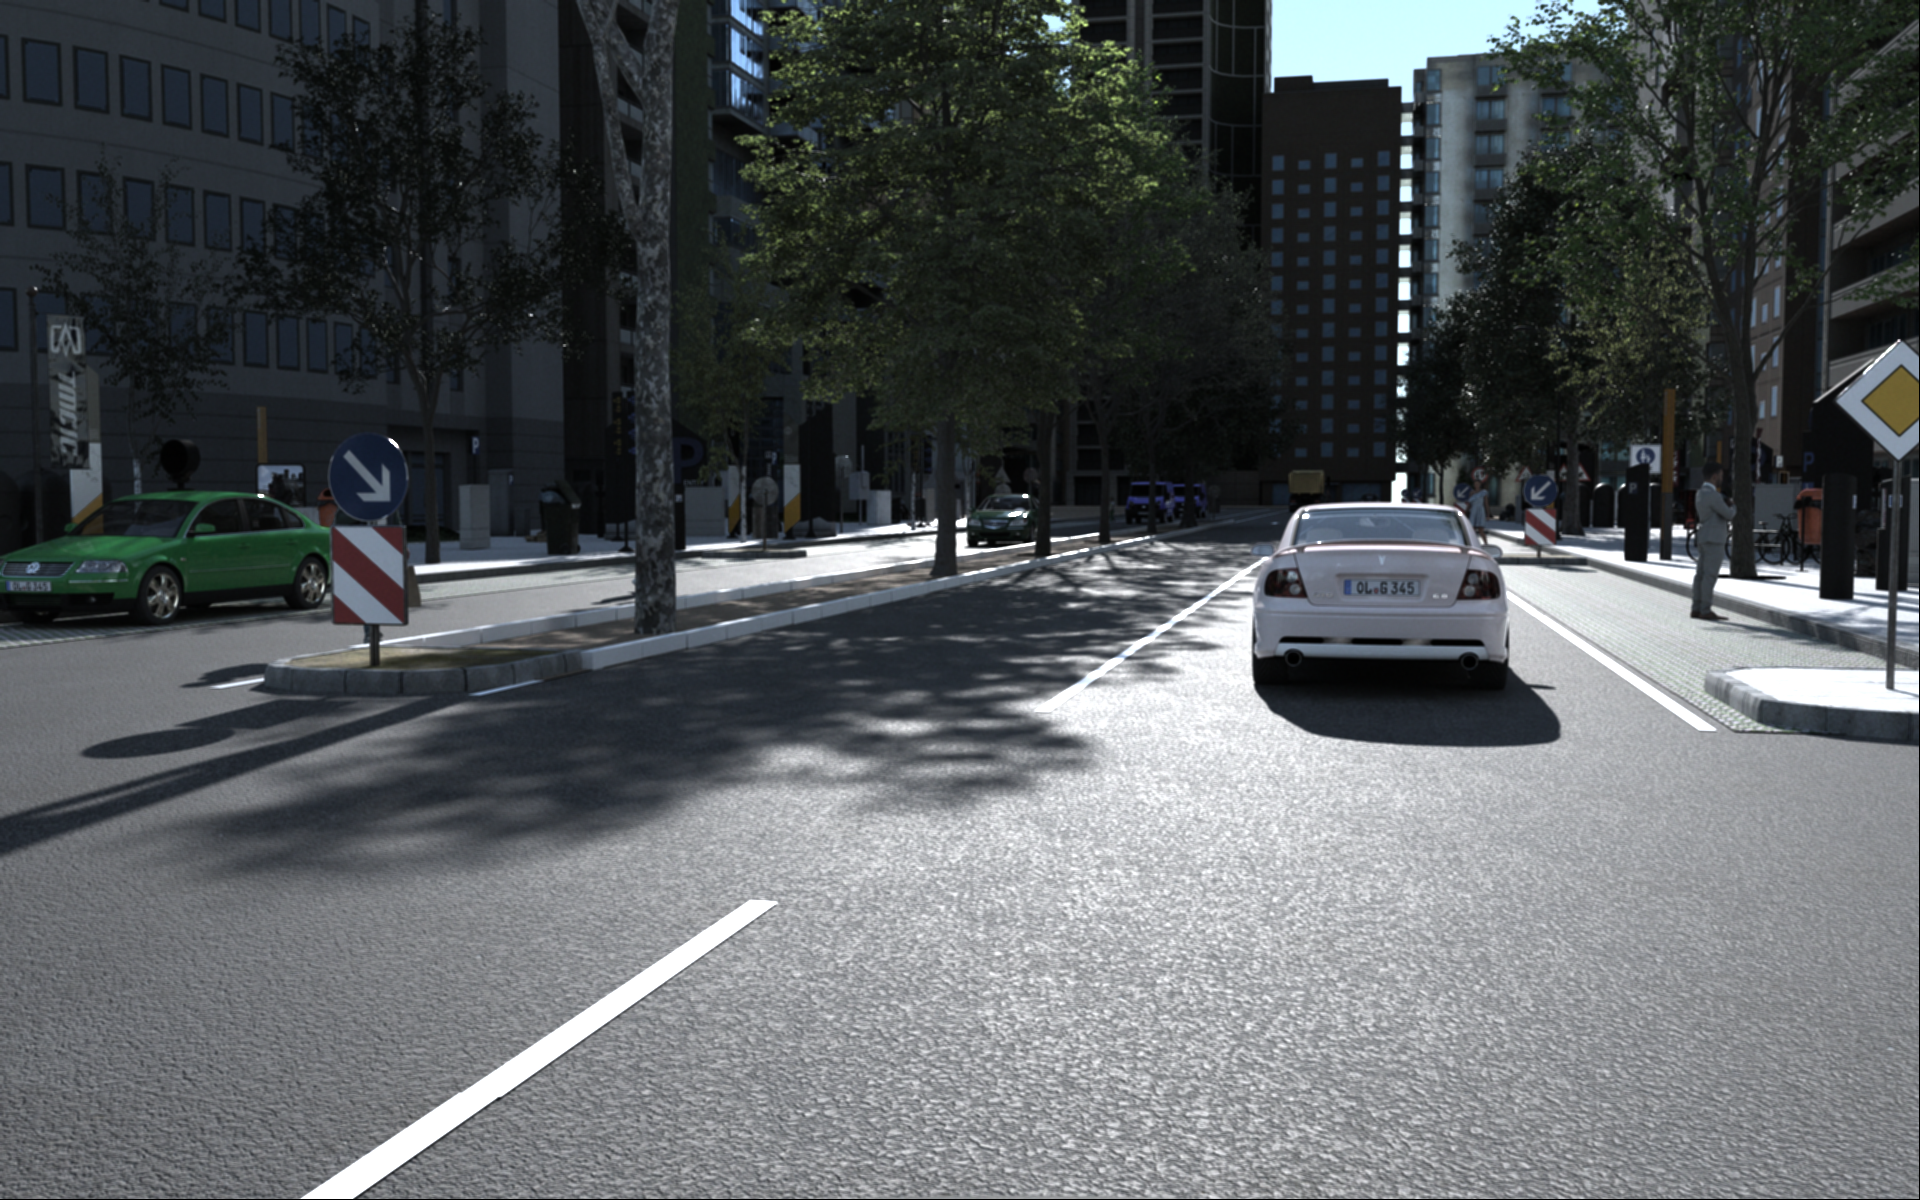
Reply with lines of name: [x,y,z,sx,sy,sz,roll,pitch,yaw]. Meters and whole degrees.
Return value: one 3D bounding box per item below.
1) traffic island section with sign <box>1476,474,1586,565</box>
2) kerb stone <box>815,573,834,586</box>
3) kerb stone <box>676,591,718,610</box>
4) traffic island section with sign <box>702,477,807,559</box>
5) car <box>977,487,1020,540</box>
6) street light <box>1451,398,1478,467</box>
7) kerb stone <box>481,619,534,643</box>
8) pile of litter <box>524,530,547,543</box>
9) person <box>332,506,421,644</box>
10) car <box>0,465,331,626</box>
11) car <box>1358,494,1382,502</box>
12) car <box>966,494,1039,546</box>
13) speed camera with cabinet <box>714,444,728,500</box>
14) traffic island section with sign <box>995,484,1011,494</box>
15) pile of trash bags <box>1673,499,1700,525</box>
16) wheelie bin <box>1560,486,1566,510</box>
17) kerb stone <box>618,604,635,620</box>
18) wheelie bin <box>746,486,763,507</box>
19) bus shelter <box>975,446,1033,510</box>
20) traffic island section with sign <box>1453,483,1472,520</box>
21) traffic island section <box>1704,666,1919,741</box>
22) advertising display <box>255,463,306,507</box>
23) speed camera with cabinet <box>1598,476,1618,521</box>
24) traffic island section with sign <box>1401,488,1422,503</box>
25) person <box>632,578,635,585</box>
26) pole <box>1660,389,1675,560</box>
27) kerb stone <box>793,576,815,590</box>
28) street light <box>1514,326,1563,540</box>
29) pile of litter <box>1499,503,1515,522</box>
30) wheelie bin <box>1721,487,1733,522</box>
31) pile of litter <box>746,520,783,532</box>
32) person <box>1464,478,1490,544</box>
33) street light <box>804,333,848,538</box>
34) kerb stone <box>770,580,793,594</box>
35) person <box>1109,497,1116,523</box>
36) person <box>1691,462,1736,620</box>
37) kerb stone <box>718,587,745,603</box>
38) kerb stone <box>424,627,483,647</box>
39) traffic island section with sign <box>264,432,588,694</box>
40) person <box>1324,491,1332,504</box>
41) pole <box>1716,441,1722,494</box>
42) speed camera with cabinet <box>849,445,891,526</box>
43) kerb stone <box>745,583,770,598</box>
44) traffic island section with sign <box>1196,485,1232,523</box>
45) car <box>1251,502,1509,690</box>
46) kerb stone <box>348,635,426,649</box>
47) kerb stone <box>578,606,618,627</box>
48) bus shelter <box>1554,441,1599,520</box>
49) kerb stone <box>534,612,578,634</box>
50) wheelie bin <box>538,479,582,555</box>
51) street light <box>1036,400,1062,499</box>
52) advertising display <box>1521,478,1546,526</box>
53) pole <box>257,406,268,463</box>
traffic island section with sign: [11.752,-1.653,35.650,1.989,1.847,2.006,1,4,13]
kerb stone: [-2.209,-0.296,27.044,0.120,0.150,1.000,1,4,13]
kerb stone: [-3.355,0.013,22.051,0.120,0.150,1.000,1,4,13]
traffic island section with sign: [-4.556,-1.865,39.117,1.989,1.847,2.006,1,4,13]
car: [1.611,-2.743,54.640,2.009,1.686,4.222,1,4,12]
street light: [24.218,-6.759,83.055,1.470,5.913,1.316,1,4,13]
kerb stone: [-4.510,0.315,17.048,0.120,0.150,1.000,1,4,13]
pile of litter: [-11.119,-1.989,46.485,1.176,0.858,1.719,0,4,-3]
person: [-5.453,-0.476,16.264,0.794,1.824,0.713,-2,4,-35]
car: [-9.157,-0.701,20.255,1.959,1.807,4.718,1,4,13]
car: [35.336,-8.531,149.270,2.009,1.686,4.222,1,4,13]
car: [1.410,-2.277,49.029,2.131,1.459,4.920,1,4,12]
speed camera with cabinet: [-9.745,-4.566,68.983,0.660,3.252,2.038,-3,4,-37]
traffic island section with sign: [1.582,-3.494,65.751,1.989,1.847,2.006,1,4,13]
pile of trash bags: [31.571,-3.859,72.844,3.447,1.369,1.912,2,4,34]
wheelie bin: [24.492,-3.759,69.364,0.980,1.594,0.693,0,4,4]
kerb stone: [-3.816,0.134,20.052,0.120,0.150,1.000,1,4,13]
wheelie bin: [-8.083,-3.660,67.744,0.693,1.594,0.980,-3,5,-40]
bus shelter: [2.251,-5.840,86.768,1.731,3.624,6.357,1,4,13]
traffic island section with sign: [17.813,-3.259,61.918,1.989,1.847,2.006,1,4,13]
traffic island section: [6.140,0.665,11.405,2.009,0.180,2.903,1,4,13]
advertising display: [-14.188,-1.896,36.218,0.974,1.923,0.123,-1,4,-14]
speed camera with cabinet: [30.945,-5.414,82.860,2.038,3.252,0.660,0,4,3]
traffic island section with sign: [29.112,-6.252,110.847,1.989,1.847,2.006,1,4,13]
person: [-4.557,-1.002,25.554,0.598,1.740,0.731,-2,4,-31]
pole: [13.748,-2.435,33.649,0.158,3.312,0.155,0,3,0]
kerb stone: [-2.427,-0.235,26.041,0.120,0.150,1.000,1,4,13]
street light: [16.024,-4.616,48.008,1.470,5.913,1.316,1,4,13]
pile of litter: [26.651,-4.235,83.210,1.719,0.858,1.176,-1,4,-9]
wheelie bin: [35.339,-4.408,79.985,0.980,1.594,0.693,-3,5,-43]
pile of litter: [-6.688,-2.706,58.211,1.719,0.858,1.176,-2,4,-29]
person: [12.423,-2.021,41.634,0.778,1.811,0.616,-3,5,-44]
street light: [-3.819,-4.747,50.147,1.470,5.913,1.316,1,4,13]
kerb stone: [-2.666,-0.174,25.043,0.120,0.150,1.000,1,4,13]
person: [7.513,-4.442,85.373,0.306,1.304,0.590,3,5,41]
person: [8.620,-0.677,19.742,0.466,1.800,0.511,-1,4,-9]
kerb stone: [-3.131,-0.050,23.053,0.120,0.150,1.000,1,4,13]
kerb stone: [-4.742,0.379,16.041,0.120,0.150,1.000,1,4,13]
traffic island section with sign: [-4.237,-0.325,13.443,2.006,1.907,1.989,1,4,13]
person: [34.023,-9.250,160.287,0.990,1.755,0.434,3,4,38]
pole: [29.028,-4.431,66.289,0.158,3.312,0.155,0,3,0]
speed camera with cabinet: [-3.667,-4.677,70.811,0.660,3.252,2.038,3,4,37]
kerb stone: [-2.890,-0.109,24.046,0.120,0.150,1.000,1,4,13]
traffic island section with sign: [12.648,-4.803,86.667,2.006,1.907,1.989,1,4,13]
car: [3.408,-0.113,14.211,2.083,1.381,4.827,1,4,12]
kerb stone: [-4.974,0.440,15.031,0.120,0.150,1.000,1,4,13]
kerb stone: [-4.049,0.196,19.044,0.120,0.150,1.000,1,4,13]
bus shelter: [27.994,-5.384,79.319,1.731,3.624,6.357,1,4,13]
kerb stone: [-4.287,0.254,18.045,0.120,0.150,1.000,1,4,13]
wheelie bin: [-8.470,-1.765,36.766,0.693,1.594,0.980,0,4,7]
street light: [4.307,-6.864,84.766,1.470,5.913,1.316,1,4,13]
advertising display: [23.302,-3.984,70.350,0.974,1.923,0.123,0,4,-3]
pole: [-16.243,-2.846,40.371,0.158,3.312,0.155,0,3,0]
